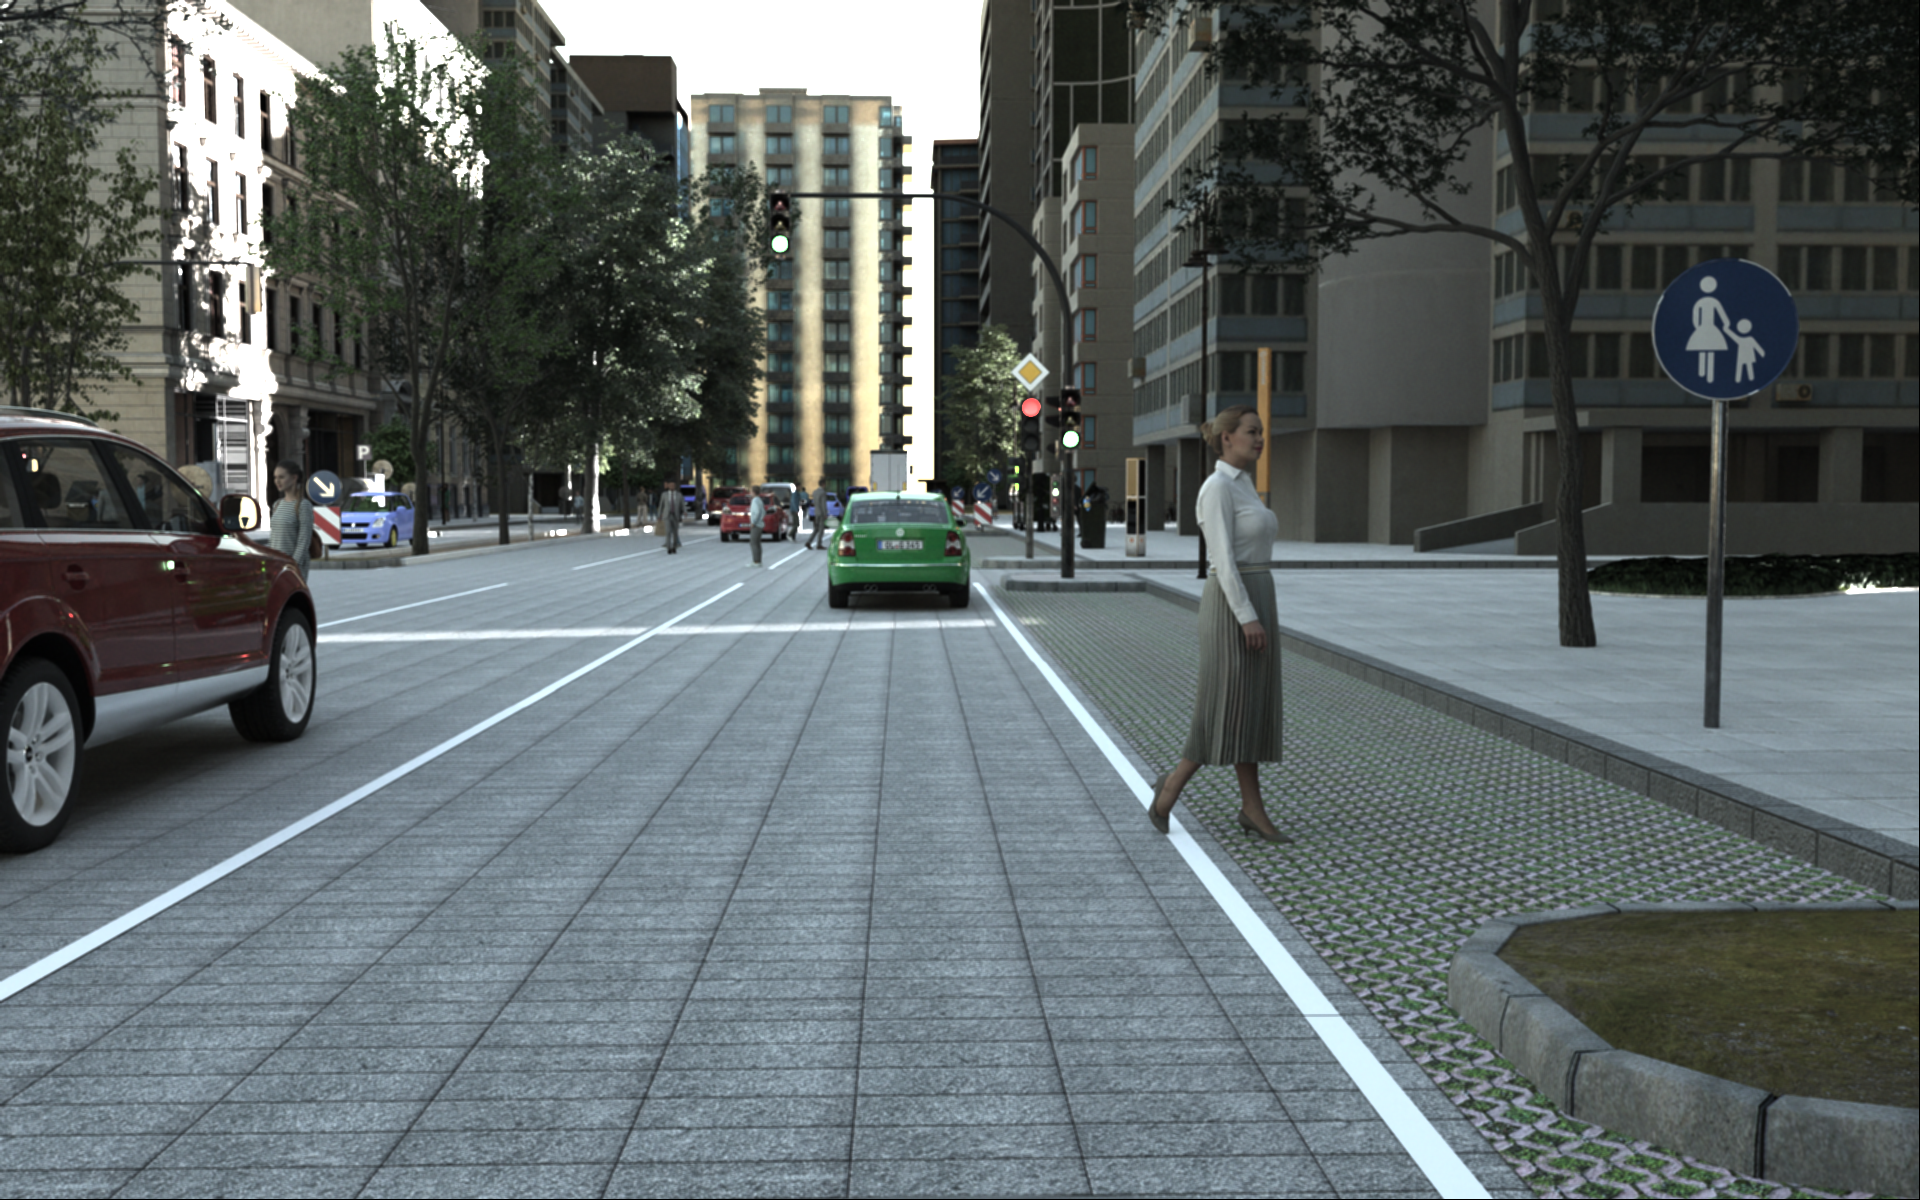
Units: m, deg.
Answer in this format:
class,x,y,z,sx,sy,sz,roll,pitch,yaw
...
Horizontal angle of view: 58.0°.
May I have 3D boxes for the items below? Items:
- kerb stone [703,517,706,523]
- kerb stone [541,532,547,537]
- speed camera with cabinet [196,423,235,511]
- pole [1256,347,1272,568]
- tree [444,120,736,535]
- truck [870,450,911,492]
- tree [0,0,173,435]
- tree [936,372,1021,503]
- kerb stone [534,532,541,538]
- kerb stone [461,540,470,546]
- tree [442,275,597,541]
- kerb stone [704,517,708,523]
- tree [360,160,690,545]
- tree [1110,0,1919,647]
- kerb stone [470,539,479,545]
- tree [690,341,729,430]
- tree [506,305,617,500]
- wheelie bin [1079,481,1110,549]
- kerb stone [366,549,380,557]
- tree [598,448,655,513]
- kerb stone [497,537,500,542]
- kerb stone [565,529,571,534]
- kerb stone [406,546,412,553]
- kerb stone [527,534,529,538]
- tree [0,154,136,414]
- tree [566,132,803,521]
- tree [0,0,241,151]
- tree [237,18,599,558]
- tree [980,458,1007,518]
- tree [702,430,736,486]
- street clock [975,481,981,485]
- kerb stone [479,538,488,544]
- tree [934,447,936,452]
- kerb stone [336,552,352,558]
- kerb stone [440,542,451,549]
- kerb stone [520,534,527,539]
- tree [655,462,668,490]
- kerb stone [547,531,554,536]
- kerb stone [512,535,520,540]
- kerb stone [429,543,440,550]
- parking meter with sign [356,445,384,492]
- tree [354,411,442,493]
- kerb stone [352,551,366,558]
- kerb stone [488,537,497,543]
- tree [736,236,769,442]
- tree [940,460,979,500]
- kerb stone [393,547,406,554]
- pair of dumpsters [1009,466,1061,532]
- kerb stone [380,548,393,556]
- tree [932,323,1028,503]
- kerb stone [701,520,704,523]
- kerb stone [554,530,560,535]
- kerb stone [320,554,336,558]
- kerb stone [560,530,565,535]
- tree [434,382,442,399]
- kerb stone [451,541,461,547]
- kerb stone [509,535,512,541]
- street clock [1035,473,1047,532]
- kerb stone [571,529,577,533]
class,x,y,z,sx,sy,sz,roll,pitch,yaw
kerb stone,-12.764,-3.863,85.360,0.120,0.150,1.000,0,4,-2
kerb stone,-13.991,-2.170,57.668,0.120,0.150,1.000,0,4,-2
speed camera with cabinet,-21.147,-3.355,49.192,0.660,3.252,2.038,-1,4,-10
pole,4.248,-1.859,24.240,0.158,3.312,0.155,0,3,0
tree,-12.883,-9.227,59.973,9.857,13.997,8.962,0,3,0
truck,-4.686,-7.760,115.785,2.839,4.237,11.283,0,4,-2
tree,-11.914,-4.229,21.959,4.737,8.622,4.395,0,3,0
tree,1.677,-9.370,103.563,4.360,8.622,3.978,0,3,0
kerb stone,-13.956,-2.106,56.632,0.120,0.150,1.000,0,4,-2
kerb stone,-13.657,-1.541,47.397,0.120,0.150,1.000,0,4,-2
tree,-13.120,-6.119,52.869,4.360,8.622,3.978,0,3,0
kerb stone,-12.804,-3.926,86.392,0.120,0.150,1.000,0,4,-2
tree,-12.277,-6.721,46.764,8.767,10.594,7.601,0,4,-2
tree,5.140,-4.907,14.646,8.767,10.594,7.601,-1,4,-17
kerb stone,-13.697,-1.602,48.423,0.120,0.150,1.000,0,4,-2
tree,-13.488,-8.163,70.330,8.767,10.594,7.601,0,4,-2
tree,-23.880,-11.357,103.820,7.486,12.596,7.792,0,3,0
wheelie bin,3.174,-2.021,40.945,0.693,1.594,0.980,1,4,9
kerb stone,-13.406,-1.041,39.211,0.120,0.150,1.000,0,4,-2
tree,-22.940,-8.111,116.331,4.285,4.588,4.351,0,3,0
kerb stone,-13.796,-1.791,51.512,0.120,0.150,1.000,0,4,-2
kerb stone,-14.126,-2.416,61.764,0.120,0.150,1.000,0,4,-2
kerb stone,-13.497,-1.221,42.283,0.120,0.150,1.000,0,4,-2
kerb stone,-13.923,-2.041,55.602,0.120,0.150,1.000,0,4,-2
tree,-20.739,-5.399,38.637,4.360,8.622,3.978,0,3,0
tree,-14.985,-14.255,91.423,12.611,20.169,13.585,0,3,0
tree,-11.161,-6.111,12.737,12.009,13.543,11.850,0,3,0
tree,-11.842,-6.708,37.893,9.928,11.665,9.643,0,3,0
tree,1.502,-5.972,92.245,1.663,3.219,1.824,0,3,0
tree,-25.118,-14.096,180.825,4.360,8.622,3.978,0,3,0
street clock,1.068,-5.738,98.380,0.471,2.002,0.358,3,5,45
kerb stone,-13.726,-1.667,49.453,0.120,0.150,1.000,0,4,-2
tree,-0.698,-13.849,176.797,4.360,8.622,3.978,0,3,0
kerb stone,-13.333,-0.911,37.164,0.120,0.150,1.000,0,4,-2
kerb stone,-13.598,-1.416,45.353,0.120,0.150,1.000,0,4,-2
kerb stone,-13.889,-1.981,54.580,0.120,0.150,1.000,0,4,-2
tree,-23.388,-8.894,129.131,4.285,4.588,4.351,0,3,0
kerb stone,-14.023,-2.231,58.694,0.120,0.150,1.000,0,4,-2
kerb stone,-13.852,-1.918,53.556,0.120,0.150,1.000,0,4,-2
kerb stone,-13.563,-1.354,44.331,0.120,0.150,1.000,0,4,-2
parking meter with sign,-20.953,-4.026,62.089,0.543,3.016,1.738,0,4,7
tree,-22.239,-5.175,68.329,4.285,4.588,4.351,0,3,0
kerb stone,-13.371,-0.978,38.185,0.120,0.150,1.000,0,4,-2
kerb stone,-13.755,-1.728,50.481,0.120,0.150,1.000,0,4,-2
tree,-13.086,-10.394,79.056,9.857,13.997,8.962,0,3,0
tree,-0.008,-9.845,144.674,4.285,4.588,4.351,0,3,0
kerb stone,-13.470,-1.161,41.257,0.120,0.150,1.000,0,4,-2
pair of dumpsters,2.654,-3.587,61.135,1.574,2.255,4.437,0,4,-2
kerb stone,-13.443,-1.103,40.232,0.120,0.150,1.000,0,4,-2
tree,2.049,-12.034,114.880,7.486,12.596,7.792,0,3,0
kerb stone,-12.730,-3.798,84.339,0.120,0.150,1.000,0,4,-2
kerb stone,-14.048,-2.295,59.716,0.120,0.150,1.000,0,4,-2
kerb stone,-13.307,-0.853,36.142,0.120,0.150,1.000,0,4,-2
kerb stone,-14.087,-2.355,60.738,0.120,0.150,1.000,0,4,-2
tree,-22.039,-7.889,79.350,4.360,8.622,3.978,0,3,0
kerb stone,-13.631,-1.479,46.375,0.120,0.150,1.000,0,4,-2
kerb stone,-13.830,-1.854,52.534,0.120,0.150,1.000,0,4,-2
street clock,2.724,-3.283,58.254,0.358,2.002,0.471,2,4,29
kerb stone,-14.147,-2.483,62.788,0.120,0.150,1.000,0,4,-2
